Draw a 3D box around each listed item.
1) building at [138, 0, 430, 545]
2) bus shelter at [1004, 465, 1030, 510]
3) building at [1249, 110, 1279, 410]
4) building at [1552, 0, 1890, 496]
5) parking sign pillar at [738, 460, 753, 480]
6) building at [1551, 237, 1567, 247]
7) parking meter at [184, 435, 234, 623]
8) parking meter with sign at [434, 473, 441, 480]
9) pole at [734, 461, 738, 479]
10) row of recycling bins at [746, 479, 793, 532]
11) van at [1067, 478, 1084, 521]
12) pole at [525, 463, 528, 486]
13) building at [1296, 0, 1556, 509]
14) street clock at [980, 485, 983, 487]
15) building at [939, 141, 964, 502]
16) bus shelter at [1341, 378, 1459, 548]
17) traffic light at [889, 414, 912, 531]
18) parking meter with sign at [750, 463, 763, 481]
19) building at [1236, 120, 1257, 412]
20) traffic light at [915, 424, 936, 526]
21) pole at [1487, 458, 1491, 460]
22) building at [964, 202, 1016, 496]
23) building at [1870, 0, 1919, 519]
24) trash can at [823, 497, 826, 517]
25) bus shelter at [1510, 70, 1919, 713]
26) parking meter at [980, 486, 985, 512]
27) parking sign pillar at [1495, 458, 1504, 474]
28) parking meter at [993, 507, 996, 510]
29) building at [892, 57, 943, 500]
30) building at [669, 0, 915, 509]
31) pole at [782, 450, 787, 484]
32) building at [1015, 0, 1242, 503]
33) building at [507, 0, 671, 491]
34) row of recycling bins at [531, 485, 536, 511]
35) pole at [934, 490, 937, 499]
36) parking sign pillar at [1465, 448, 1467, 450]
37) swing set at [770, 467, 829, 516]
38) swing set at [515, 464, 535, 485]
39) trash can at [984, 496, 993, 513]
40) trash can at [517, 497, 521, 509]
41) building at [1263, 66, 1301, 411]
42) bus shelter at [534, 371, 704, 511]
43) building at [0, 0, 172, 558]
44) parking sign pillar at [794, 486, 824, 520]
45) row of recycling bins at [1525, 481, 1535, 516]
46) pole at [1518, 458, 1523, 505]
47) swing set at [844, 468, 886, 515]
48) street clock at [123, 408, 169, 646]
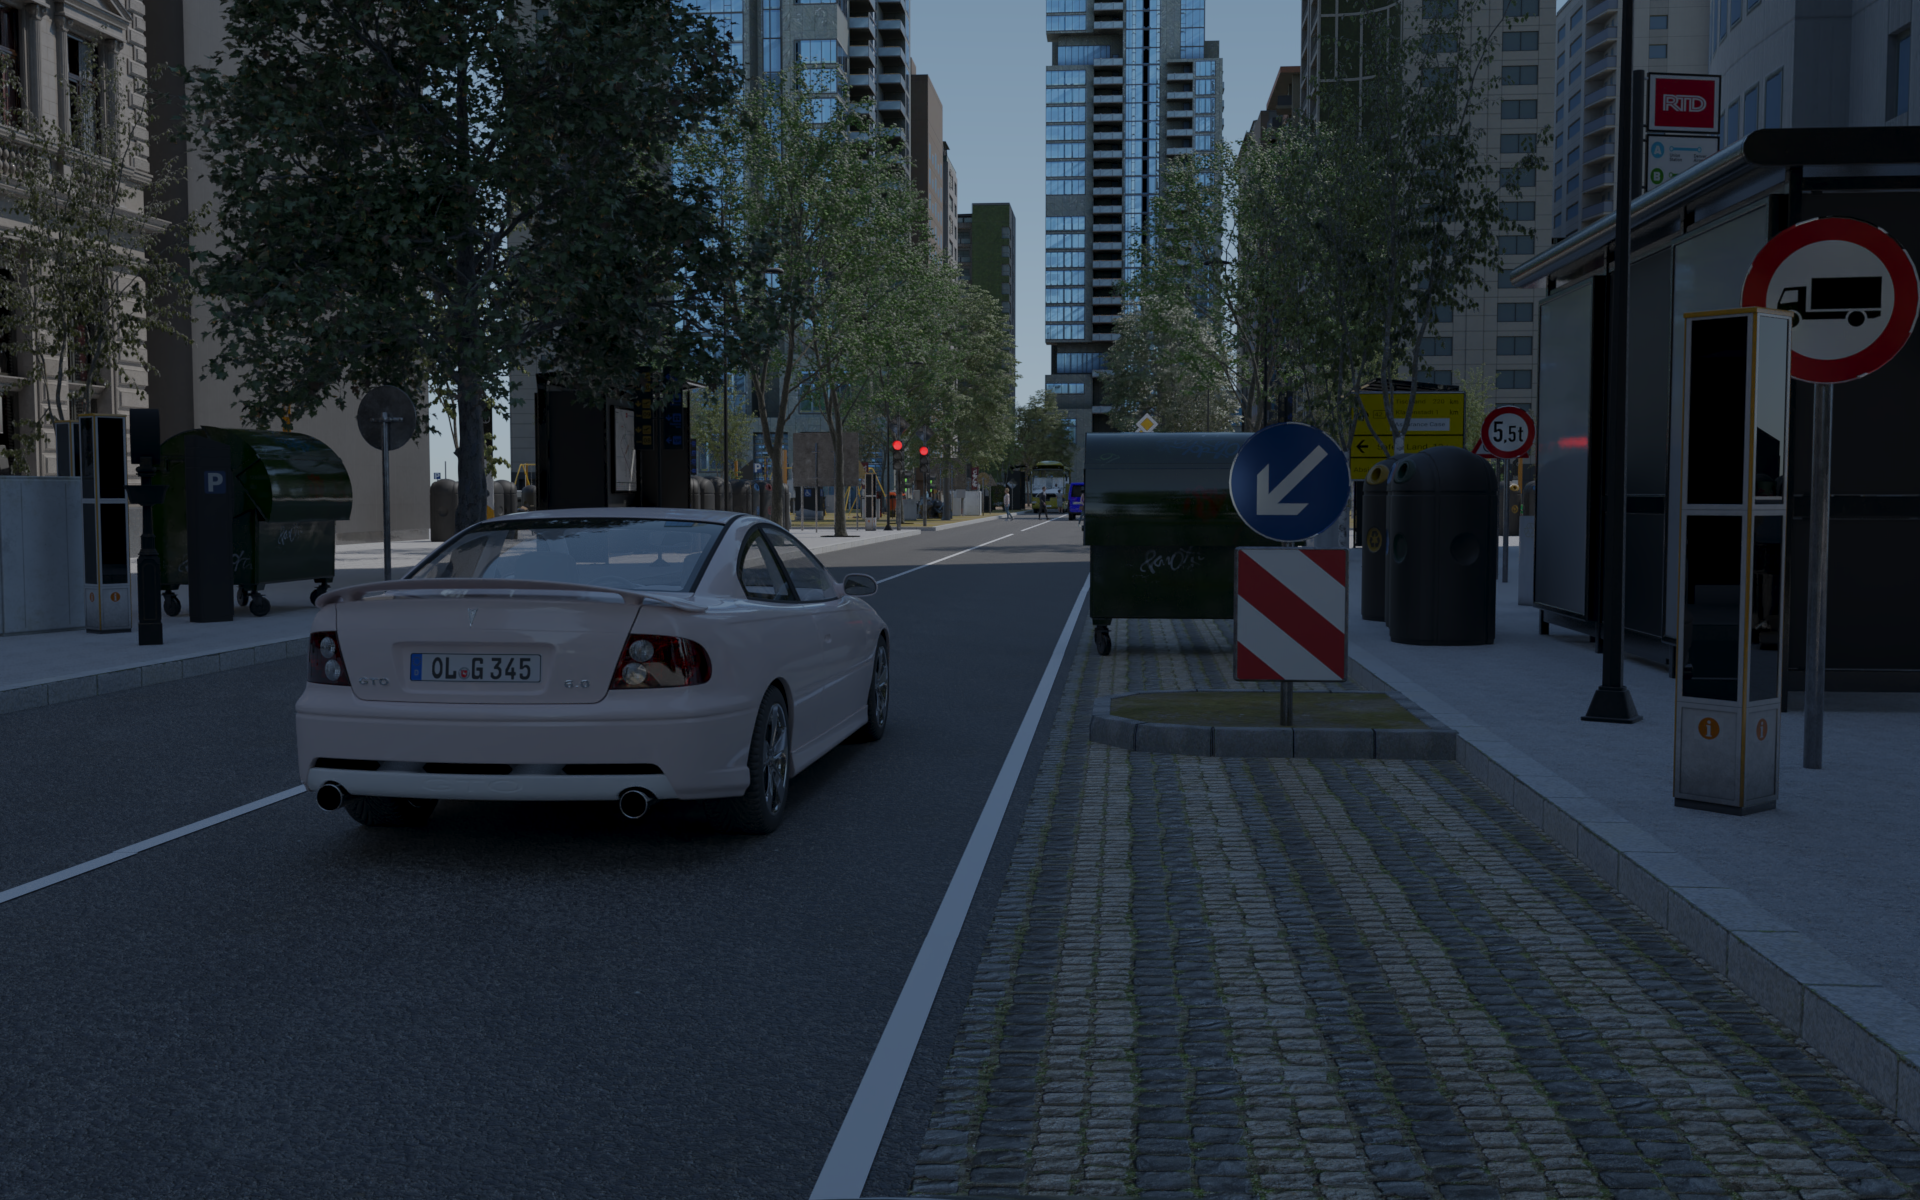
[{"bbox_3d":[-27.373,-15.325,44.064,24.014,27.812,14.314,0,4,5],"label":"building"},{"bbox_3d":[4.648,-9.150,140.879,1.731,3.624,6.357,0,4,5],"label":"bus shelter"},{"bbox_3d":[40.523,-33.490,197.669,14.600,45.320,14.200,0,4,5],"label":"building"},{"bbox_3d":[81.593,-39.629,189.933,28.212,58.520,21.231,0,4,5],"label":"building"},{"bbox_3d":[-16.746,-8.946,134.734,1.447,3.967,1.447,-3,4,-39],"label":"parking sign pillar"},{"bbox_3d":[60.383,-25.994,196.711,14.107,30.474,14.160,0,4,5],"label":"building"},{"bbox_3d":[-7.520,-0.714,17.382,0.255,1.863,0.399,3,4,37],"label":"parking meter"},{"bbox_3d":[-42.300,-8.764,139.552,0.543,3.016,1.738,0,4,-3],"label":"parking meter with sign"},{"bbox_3d":[-13.796,-6.906,106.763,0.158,3.312,0.155,0,3,0],"label":"pole"},{"bbox_3d":[-5.866,-2.554,48.863,1.069,1.692,3.534,1,4,14],"label":"row of recycling bins"},{"bbox_3d":[6.989,-5.570,95.448,2.240,2.365,5.245,0,4,6],"label":"van"},{"bbox_3d":[-28.612,-7.373,114.398,0.158,3.312,0.155,0,3,0],"label":"pole"},{"bbox_3d":[38.642,-43.554,150.360,20.563,71.187,20.611,0,4,5],"label":"building"},{"bbox_3d":[1.767,-8.131,137.518,0.358,2.002,0.471,-1,4,-8],"label":"street clock"},{"bbox_3d":[-7.540,-31.760,202.874,14.086,41.232,14.154,0,4,5],"label":"building"},{"bbox_3d":[9.532,-2.854,37.952,1.731,3.624,6.357,0,4,6],"label":"bus shelter"},{"bbox_3d":[-2.131,-4.391,60.712,0.839,4.253,0.868,0,4,5],"label":"traffic light"},{"bbox_3d":[-11.683,-6.137,96.600,0.543,3.016,1.738,2,4,25],"label":"parking meter with sign"},{"bbox_3d":[53.452,-40.247,247.277,27.495,52.752,28.713,0,4,5],"label":"building"},{"bbox_3d":[-1.378,-4.877,68.661,0.839,4.253,0.868,0,4,5],"label":"traffic light"},{"bbox_3d":[27.369,-5.865,89.732,0.158,3.312,0.155,0,3,0],"label":"pole"},{"bbox_3d":[0.615,-34.361,245.396,14.086,41.232,14.154,0,4,5],"label":"building"},{"bbox_3d":[25.918,-29.941,31.535,21.231,58.520,28.212,0,4,5],"label":"building"},{"bbox_3d":[-7.736,-5.130,95.528,0.748,1.137,0.748,0,3,0],"label":"trash can"},{"bbox_3d":[5.961,-2.236,14.189,2.179,5.291,8.768,0,4,5],"label":"bus shelter"},{"bbox_3d":[1.576,-7.160,122.769,0.399,1.863,0.255,3,5,42],"label":"parking meter"},{"bbox_3d":[24.323,-5.475,77.986,1.447,3.967,1.447,1,4,14],"label":"parking sign pillar"},{"bbox_3d":[2.680,-7.962,138.585,0.372,1.533,0.369,0,3,0],"label":"parking meter"},{"bbox_3d":[-9.409,-32.566,182.561,14.600,45.320,14.200,0,4,5],"label":"building"},{"bbox_3d":[-15.177,-51.775,159.190,22.319,86.520,31.000,0,4,5],"label":"building"},{"bbox_3d":[-8.103,-5.272,80.039,0.158,3.312,0.155,0,3,0],"label":"pole"},{"bbox_3d":[24.059,-57.090,246.096,31.000,86.520,22.319,0,4,5],"label":"building"},{"bbox_3d":[-39.312,-46.694,201.692,20.611,71.187,20.563,0,4,5],"label":"building"},{"bbox_3d":[-18.492,-4.446,79.798,3.534,1.692,1.069,-3,5,-42],"label":"row of recycling bins"},{"bbox_3d":[-1.592,-7.236,112.146,0.158,3.312,0.155,0,3,0],"label":"pole"},{"bbox_3d":[30.422,-7.034,103.472,1.447,3.967,1.447,3,5,39],"label":"parking sign pillar"},{"bbox_3d":[-9.756,-6.374,101.841,3.119,2.851,2.862,3,4,36],"label":"swing set"},{"bbox_3d":[-21.769,-5.657,90.105,3.119,2.851,2.862,2,4,26],"label":"swing set"},{"bbox_3d":[2.262,-7.492,134.145,0.748,1.137,0.748,0,3,0],"label":"trash can"},{"bbox_3d":[-21.767,-4.534,85.780,0.748,1.137,0.748,0,3,0],"label":"trash can"},{"bbox_3d":[42.452,-31.865,175.610,22.147,44.769,28.867,0,4,5],"label":"building"},{"bbox_3d":[-6.573,-2.629,34.274,1.731,3.624,6.357,0,4,6],"label":"bus shelter"},{"bbox_3d":[-22.185,-12.069,26.200,11.050,23.489,19.941,0,4,5],"label":"building"},{"bbox_3d":[-7.399,-5.897,84.886,1.447,3.967,1.447,1,4,15],"label":"parking sign pillar"},{"bbox_3d":[18.086,-2.810,53.064,3.534,1.692,1.069,0,4,6],"label":"row of recycling bins"},{"bbox_3d":[28.106,-5.693,86.931,0.158,3.312,0.155,0,3,0],"label":"pole"},{"bbox_3d":[-5.570,-6.407,102.368,2.862,2.851,3.119,1,4,11],"label":"swing set"},{"bbox_3d":[-6.908,-0.621,14.724,0.358,2.002,0.471,-2,4,-26],"label":"street clock"}]
